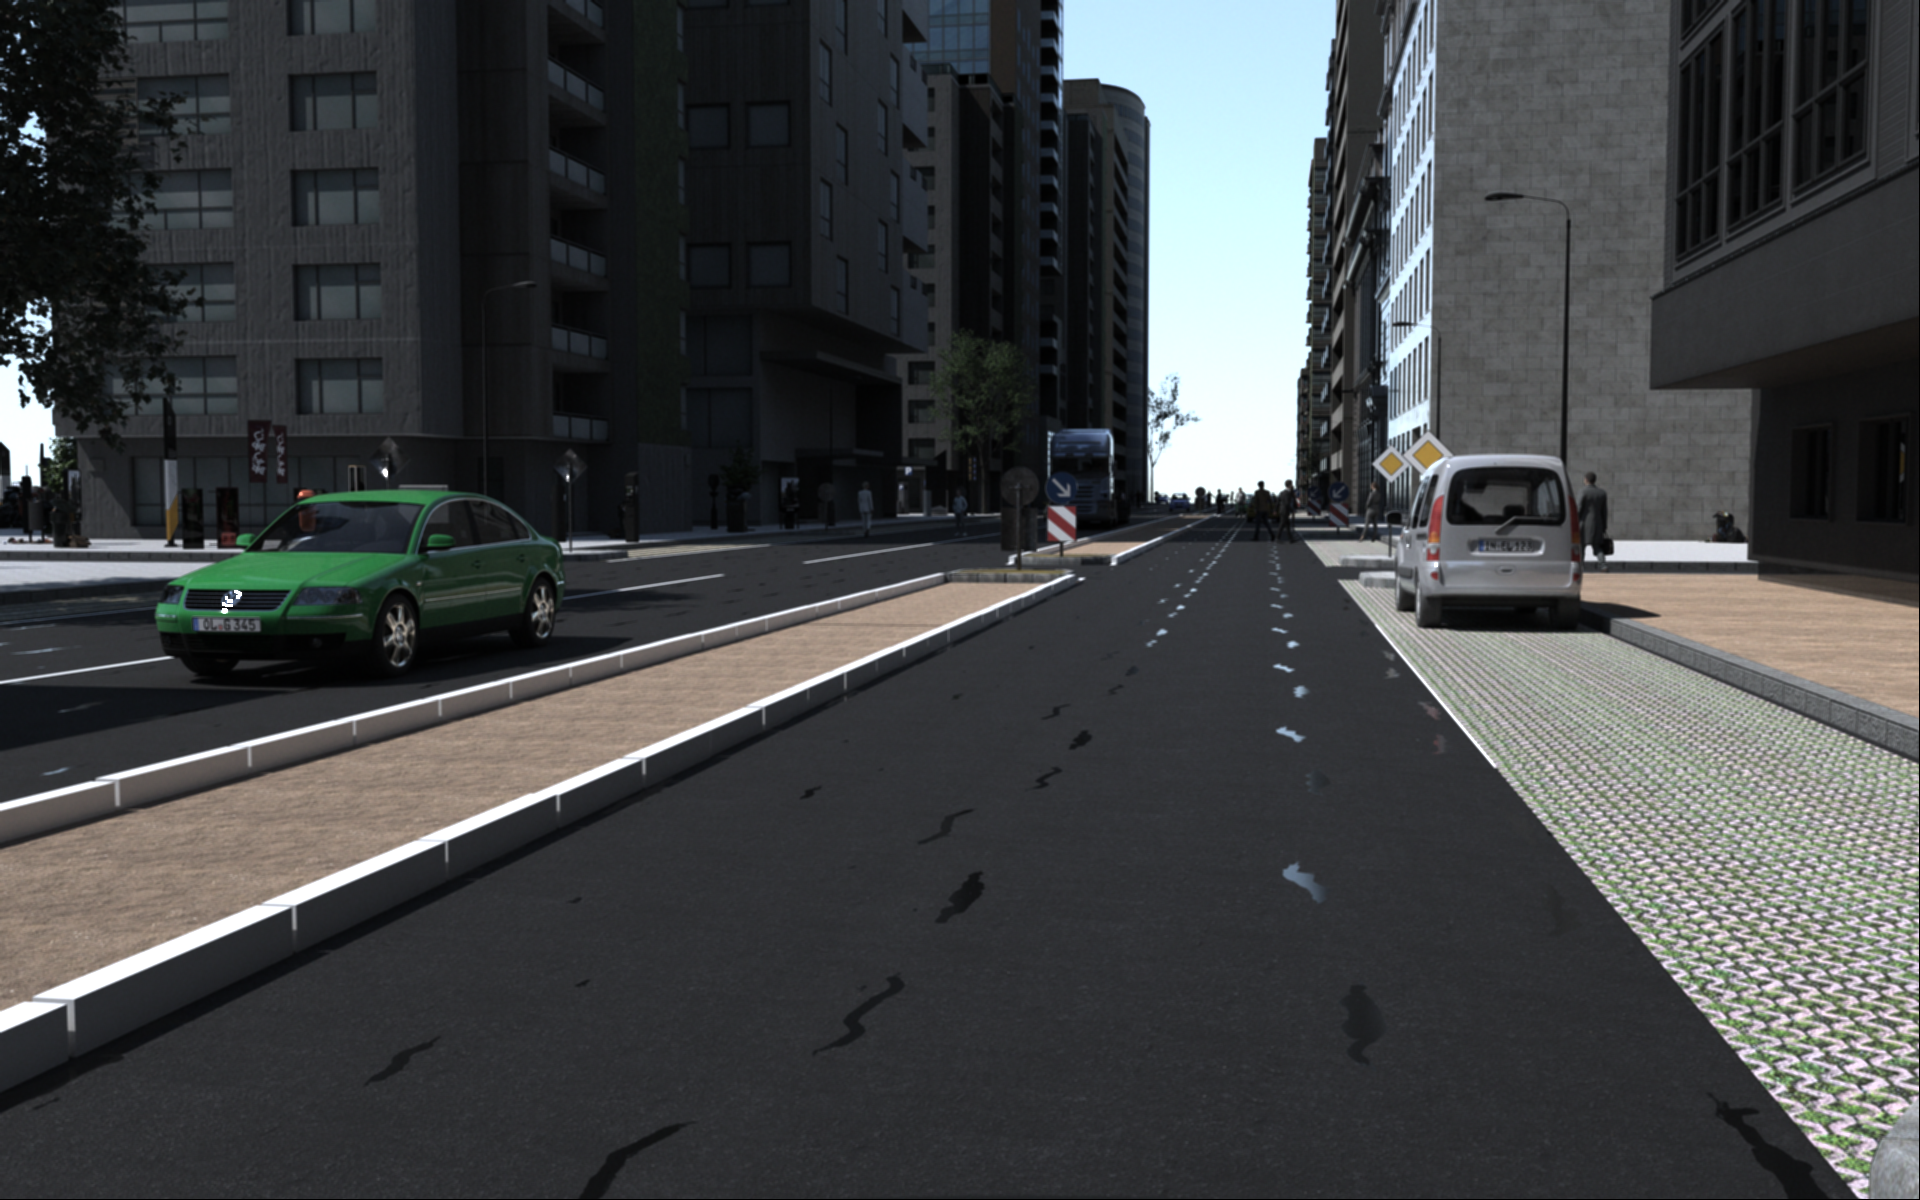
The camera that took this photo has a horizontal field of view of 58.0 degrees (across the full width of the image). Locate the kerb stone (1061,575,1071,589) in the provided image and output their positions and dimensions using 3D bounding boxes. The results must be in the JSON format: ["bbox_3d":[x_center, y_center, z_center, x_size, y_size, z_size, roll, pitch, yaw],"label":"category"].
[{"bbox_3d":[1.522,-0.241,26.142,0.120,0.150,1.000,1,4,10],"label":"kerb stone"}]

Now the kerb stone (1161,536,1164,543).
[{"bbox_3d":[5.725,-1.696,49.929,0.120,0.150,1.000,1,4,10],"label":"kerb stone"}]

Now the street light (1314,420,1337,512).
[{"bbox_3d":[23.020,-8.286,108.024,1.470,5.913,1.316,1,4,10],"label":"street light"}]

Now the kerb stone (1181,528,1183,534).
[{"bbox_3d":[7.678,-2.375,61.023,0.120,0.150,1.000,1,4,10],"label":"kerb stone"}]

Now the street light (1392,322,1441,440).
[{"bbox_3d":[12.340,-4.537,46.727,1.470,5.913,1.316,1,4,10],"label":"street light"}]

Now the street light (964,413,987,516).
[{"bbox_3d":[0.832,-7.760,99.411,1.470,5.913,1.316,1,4,10],"label":"street light"}]

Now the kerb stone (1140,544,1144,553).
[{"bbox_3d":[4.295,-1.203,41.866,0.120,0.150,1.000,1,4,10],"label":"kerb stone"}]

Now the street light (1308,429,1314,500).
[{"bbox_3d":[25.673,-9.194,122.864,1.470,5.913,1.316,1,4,10],"label":"street light"}]

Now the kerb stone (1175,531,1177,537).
[{"bbox_3d":[6.963,-2.128,56.993,0.120,0.150,1.000,1,4,10],"label":"kerb stone"}]

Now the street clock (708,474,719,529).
[{"bbox_3d":[-8.956,-3.577,63.051,0.358,2.002,0.471,-2,4,-33],"label":"street clock"}]

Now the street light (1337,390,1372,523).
[{"bbox_3d":[17.699,-6.412,77.372,1.470,5.913,1.316,1,4,10],"label":"street light"}]

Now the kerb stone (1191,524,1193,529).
[{"bbox_3d":[9.098,-2.868,69.083,0.120,0.150,1.000,1,4,10],"label":"kerb stone"}]

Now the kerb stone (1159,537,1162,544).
[{"bbox_3d":[5.540,-1.635,48.924,0.120,0.150,1.000,1,4,10],"label":"kerb stone"}]

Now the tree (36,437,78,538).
[{"bbox_3d":[-26.398,-3.452,51.044,1.663,3.219,1.824,0,3,0],"label":"tree"}]

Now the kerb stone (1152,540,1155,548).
[{"bbox_3d":[5.006,-1.450,45.903,0.120,0.150,1.000,1,4,10],"label":"kerb stone"}]

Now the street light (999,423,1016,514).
[{"bbox_3d":[3.282,-8.631,113.650,1.470,5.913,1.316,1,4,10],"label":"street light"}]

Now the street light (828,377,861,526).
[{"bbox_3d":[-4.593,-5.886,68.778,1.470,5.913,1.316,1,4,10],"label":"street light"}]

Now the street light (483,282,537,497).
[{"bbox_3d":[-9.933,-4.012,38.129,1.470,5.913,1.316,1,4,10],"label":"street light"}]

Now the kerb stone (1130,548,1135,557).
[{"bbox_3d":[3.762,-1.012,38.847,0.120,0.150,1.000,1,4,10],"label":"kerb stone"}]

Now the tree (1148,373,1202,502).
[{"bbox_3d":[31.184,-25.246,268.662,12.611,20.169,13.585,0,3,0],"label":"tree"}]

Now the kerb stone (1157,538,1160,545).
[{"bbox_3d":[5.365,-1.572,47.918,0.120,0.150,1.000,1,4,10],"label":"kerb stone"}]

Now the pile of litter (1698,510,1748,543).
[{"bbox_3d":[20.386,-1.949,45.838,1.176,0.858,1.719,-1,4,-11],"label":"pile of litter"}]

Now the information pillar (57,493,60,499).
[{"bbox_3d":[-49.072,-5.484,94.148,0.304,2.012,0.304,-2,4,-25],"label":"information pillar"}]

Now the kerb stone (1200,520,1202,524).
[{"bbox_3d":[10.873,-3.485,79.177,0.120,0.150,1.000,1,4,10],"label":"kerb stone"}]

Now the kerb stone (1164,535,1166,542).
[{"bbox_3d":[5.901,-1.758,50.936,0.120,0.150,1.000,1,4,10],"label":"kerb stone"}]

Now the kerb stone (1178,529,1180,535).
[{"bbox_3d":[7.317,-2.251,59.006,0.120,0.150,1.000,1,4,10],"label":"kerb stone"}]

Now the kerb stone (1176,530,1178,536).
[{"bbox_3d":[7.137,-2.188,58.000,0.120,0.150,1.000,1,4,10],"label":"kerb stone"}]

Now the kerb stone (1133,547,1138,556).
[{"bbox_3d":[3.946,-1.080,39.852,0.120,0.150,1.000,1,4,10],"label":"kerb stone"}]

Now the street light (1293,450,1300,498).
[{"bbox_3d":[36.489,-12.942,184.137,1.470,5.913,1.316,1,4,10],"label":"street light"}]

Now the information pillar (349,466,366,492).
[{"bbox_3d":[-15.607,-2.471,44.896,0.304,2.012,0.304,2,4,35],"label":"information pillar"}]

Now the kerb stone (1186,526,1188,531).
[{"bbox_3d":[8.394,-2.621,65.054,0.120,0.150,1.000,1,4,10],"label":"kerb stone"}]

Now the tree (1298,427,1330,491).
[{"bbox_3d":[39.347,-14.773,191.908,4.360,8.622,3.978,0,3,0],"label":"tree"}]

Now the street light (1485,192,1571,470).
[{"bbox_3d":[8.764,-3.313,26.706,1.470,5.913,1.316,1,4,10],"label":"street light"}]

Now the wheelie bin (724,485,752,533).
[{"bbox_3d":[-7.427,-3.052,57.812,0.980,1.594,0.693,0,4,4],"label":"wheelie bin"}]

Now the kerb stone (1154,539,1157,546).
[{"bbox_3d":[5.187,-1.509,46.911,0.120,0.150,1.000,1,4,10],"label":"kerb stone"}]

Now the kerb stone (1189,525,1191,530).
[{"bbox_3d":[8.749,-2.741,67.069,0.120,0.150,1.000,1,4,10],"label":"kerb stone"}]

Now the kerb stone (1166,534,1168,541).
[{"bbox_3d":[6.071,-1.819,51.944,0.120,0.150,1.000,1,4,10],"label":"kerb stone"}]

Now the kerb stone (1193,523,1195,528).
[{"bbox_3d":[9.456,-2.988,71.100,0.120,0.150,1.000,1,4,10],"label":"kerb stone"}]

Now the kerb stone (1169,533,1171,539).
[{"bbox_3d":[6.424,-1.944,53.972,0.120,0.150,1.000,1,4,10],"label":"kerb stone"}]

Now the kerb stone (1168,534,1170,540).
[{"bbox_3d":[6.254,-1.881,52.954,0.120,0.150,1.000,1,4,10],"label":"kerb stone"}]

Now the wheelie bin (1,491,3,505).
[{"bbox_3d":[-38.736,-3.851,70.876,0.980,1.594,0.693,1,4,21],"label":"wheelie bin"}]

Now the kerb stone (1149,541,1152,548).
[{"bbox_3d":[4.832,-1.388,44.897,0.120,0.150,1.000,1,4,10],"label":"kerb stone"}]

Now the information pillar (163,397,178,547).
[{"bbox_3d":[-19.157,-3.100,42.036,0.183,3.616,0.504,0,3,0],"label":"information pillar"}]

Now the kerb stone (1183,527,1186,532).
[{"bbox_3d":[8.036,-2.498,63.042,0.120,0.150,1.000,1,4,10],"label":"kerb stone"}]

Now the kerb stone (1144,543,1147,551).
[{"bbox_3d":[4.477,-1.265,42.875,0.120,0.150,1.000,1,4,10],"label":"kerb stone"}]

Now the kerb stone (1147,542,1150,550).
[{"bbox_3d":[4.660,-1.326,43.889,0.120,0.150,1.000,1,4,10],"label":"kerb stone"}]

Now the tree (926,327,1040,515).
[{"bbox_3d":[1.412,-11.197,108.822,9.928,11.665,9.643,0,3,0],"label":"tree"}]

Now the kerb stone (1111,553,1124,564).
[{"bbox_3d":[3.228,-0.828,35.799,0.120,0.150,1.000,1,4,10],"label":"kerb stone"}]

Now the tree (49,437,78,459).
[{"bbox_3d":[-36.649,-5.486,73.417,4.285,4.588,4.351,0,3,0],"label":"tree"}]

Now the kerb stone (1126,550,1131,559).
[{"bbox_3d":[3.581,-0.957,37.835,0.120,0.150,1.000,1,4,10],"label":"kerb stone"}]

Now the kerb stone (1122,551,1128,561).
[{"bbox_3d":[3.409,-0.893,36.811,0.120,0.150,1.000,1,4,10],"label":"kerb stone"}]

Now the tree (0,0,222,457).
[{"bbox_3d":[-14.132,-6.391,21.493,9.611,12.733,9.660,0,3,0],"label":"tree"}]

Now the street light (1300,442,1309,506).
[{"bbox_3d":[31.121,-11.067,153.493,1.470,5.913,1.316,1,4,10],"label":"street light"}]

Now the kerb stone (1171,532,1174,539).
[{"bbox_3d":[6.611,-2.003,54.978,0.120,0.150,1.000,1,4,10],"label":"kerb stone"}]

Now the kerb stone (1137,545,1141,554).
[{"bbox_3d":[4.120,-1.141,40.859,0.120,0.150,1.000,1,4,10],"label":"kerb stone"}]

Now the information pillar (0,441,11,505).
[{"bbox_3d":[-42.339,-5.227,76.813,0.183,3.616,0.504,1,4,20],"label":"information pillar"}]

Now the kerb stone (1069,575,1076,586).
[{"bbox_3d":[1.703,-0.300,27.148,0.120,0.150,1.000,1,4,10],"label":"kerb stone"}]

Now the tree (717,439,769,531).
[{"bbox_3d":[-7.760,-4.040,60.658,1.663,3.219,1.824,0,3,0],"label":"tree"}]
